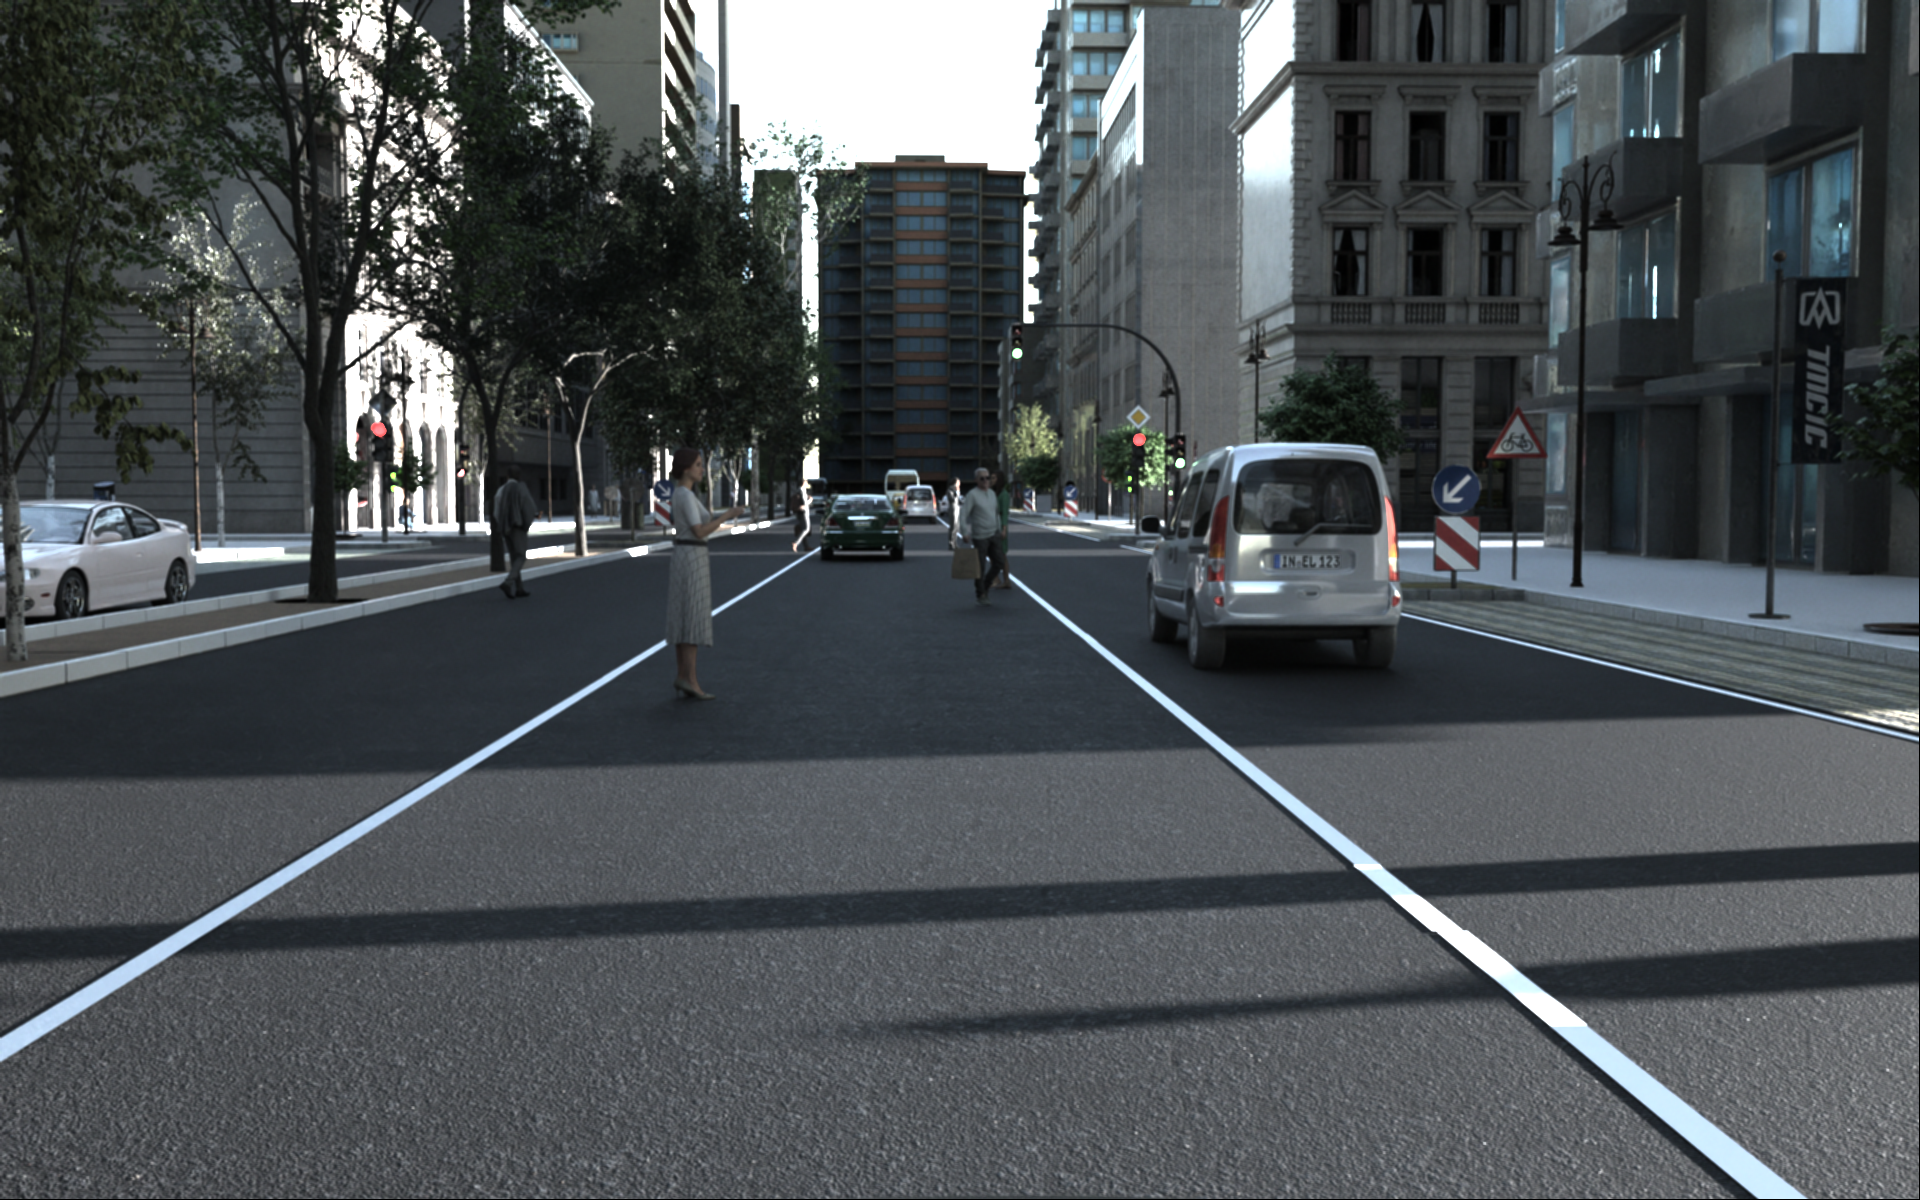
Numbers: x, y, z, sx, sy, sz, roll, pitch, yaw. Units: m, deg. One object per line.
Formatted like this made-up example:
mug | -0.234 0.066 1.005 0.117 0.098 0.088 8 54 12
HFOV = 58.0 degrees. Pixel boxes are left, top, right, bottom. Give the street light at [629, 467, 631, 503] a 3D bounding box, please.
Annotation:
street light | -18.844 -7.716 98.950 0.468 5.910 1.993 0 4 -2

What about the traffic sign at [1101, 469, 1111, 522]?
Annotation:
traffic sign | 6.850 -4.849 79.386 0.768 2.556 0.104 0 4 0

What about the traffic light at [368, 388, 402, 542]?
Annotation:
traffic light | -15.239 -3.481 45.832 0.839 4.253 0.868 0 4 -2

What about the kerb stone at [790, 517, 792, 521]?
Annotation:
kerb stone | -9.186 -4.277 92.131 0.120 0.150 1.000 0 4 -2

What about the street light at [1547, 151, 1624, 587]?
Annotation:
street light | 8.542 -3.120 23.805 0.468 5.910 1.993 0 4 -2

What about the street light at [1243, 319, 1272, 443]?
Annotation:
street light | 7.866 -4.474 45.932 0.468 5.910 1.993 0 4 -2

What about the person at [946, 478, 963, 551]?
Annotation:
person | -0.088 -2.186 44.046 0.447 1.846 0.655 1 4 16

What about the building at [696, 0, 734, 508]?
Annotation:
building | -33.505 -38.004 163.361 21.231 58.520 28.212 0 4 -2

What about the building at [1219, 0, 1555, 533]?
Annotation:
building | 20.051 -14.239 61.688 19.941 23.489 11.050 0 4 -2

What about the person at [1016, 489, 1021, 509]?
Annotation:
person | 5.151 -8.770 150.150 0.721 1.743 1.217 0 4 -6

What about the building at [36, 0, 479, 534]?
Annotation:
building | -27.374 -13.751 66.628 13.314 21.916 24.055 0 4 -2

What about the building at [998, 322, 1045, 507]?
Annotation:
building | 18.724 -21.049 189.190 27.650 21.520 28.899 0 4 -2

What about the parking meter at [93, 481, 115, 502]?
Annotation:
parking meter | -16.440 -1.523 33.304 0.372 1.533 0.369 0 3 0

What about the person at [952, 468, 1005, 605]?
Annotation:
person | 0.214 -0.815 22.316 0.782 1.767 0.515 -3 5 -45

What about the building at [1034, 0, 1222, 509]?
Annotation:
building | 18.342 -32.960 158.505 23.786 49.044 30.456 0 4 -2

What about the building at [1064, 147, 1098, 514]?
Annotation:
building | 14.315 -19.550 116.908 12.463 27.353 25.104 0 4 -2

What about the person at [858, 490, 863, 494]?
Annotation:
person | -8.894 -8.924 154.337 1.348 1.831 0.705 -1 4 -10

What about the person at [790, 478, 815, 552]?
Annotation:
person | -3.951 -2.118 43.090 0.822 1.834 0.622 -3 4 -38

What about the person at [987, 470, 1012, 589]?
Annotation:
person | 0.587 -1.060 26.086 0.529 1.795 0.600 -3 4 -36

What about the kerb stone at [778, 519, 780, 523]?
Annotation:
kerb stone | -8.942 -3.776 83.928 0.120 0.150 1.000 0 4 -2

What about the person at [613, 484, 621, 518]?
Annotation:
person | -18.343 -5.290 92.419 0.514 1.842 0.818 1 4 13

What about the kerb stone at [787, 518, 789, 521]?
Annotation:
kerb stone | -9.132 -4.151 90.085 0.120 0.150 1.000 0 4 -2

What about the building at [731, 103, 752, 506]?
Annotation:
building | -31.071 -33.324 194.956 14.200 45.320 14.600 0 4 -2

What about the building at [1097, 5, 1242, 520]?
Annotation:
building | 14.545 -16.897 94.280 12.078 24.808 19.932 0 4 -2

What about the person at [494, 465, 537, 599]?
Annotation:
person | -6.124 -0.936 23.908 0.679 1.850 0.850 1 4 18

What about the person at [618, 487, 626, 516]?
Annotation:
person | -19.937 -5.818 101.762 0.643 1.750 0.593 -2 4 -32

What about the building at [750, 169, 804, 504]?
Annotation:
building | -27.217 -32.828 220.324 14.086 41.232 14.154 0 4 -2

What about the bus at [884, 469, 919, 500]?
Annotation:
bus | -4.666 -8.784 138.482 2.948 3.499 13.247 0 4 -2

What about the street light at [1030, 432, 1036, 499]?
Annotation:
street light | 5.418 -9.571 129.278 0.468 5.910 1.993 0 4 -2

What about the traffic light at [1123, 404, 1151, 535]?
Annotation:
traffic light | 5.574 -4.008 54.454 0.839 4.253 0.868 0 4 -2

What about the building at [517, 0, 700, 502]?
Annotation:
building | -32.944 -31.493 138.618 21.300 48.544 21.600 0 4 -2

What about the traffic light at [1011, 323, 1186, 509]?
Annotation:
traffic light | 3.724 -4.379 46.269 4.771 5.953 1.251 0 4 -2

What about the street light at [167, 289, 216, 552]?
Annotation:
street light | -17.047 -4.024 38.574 0.468 5.910 1.993 0 4 -2

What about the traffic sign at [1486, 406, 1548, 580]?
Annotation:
traffic sign | 8.264 -1.575 25.754 0.884 2.594 0.081 0 4 8

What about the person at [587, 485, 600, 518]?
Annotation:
person | -19.649 -5.298 93.024 0.694 1.780 0.624 0 4 -4

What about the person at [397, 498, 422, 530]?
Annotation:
person | -19.758 -3.075 61.815 0.738 1.151 1.012 -3 5 -41

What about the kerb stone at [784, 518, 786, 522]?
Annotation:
kerb stone | -9.065 -4.027 88.036 0.120 0.150 1.000 0 4 -2

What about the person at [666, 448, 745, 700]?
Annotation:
person | -1.805 -0.188 12.149 0.524 1.755 0.480 -1 4 -22

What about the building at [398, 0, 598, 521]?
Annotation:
building | -28.183 -18.160 90.425 14.314 27.812 24.014 0 4 -2

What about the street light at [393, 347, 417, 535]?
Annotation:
street light | -17.544 -5.010 54.695 0.468 5.910 1.993 0 4 -2

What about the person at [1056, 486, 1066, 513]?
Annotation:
person | 6.808 -6.734 116.057 0.656 1.842 0.836 -3 5 -40

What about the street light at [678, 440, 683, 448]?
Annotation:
street light | -19.524 -9.070 121.076 0.468 5.910 1.993 0 4 -2

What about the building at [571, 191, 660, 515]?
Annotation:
building | -27.613 -16.712 115.039 13.314 21.916 24.055 0 4 -2

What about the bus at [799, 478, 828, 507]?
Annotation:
bus | -16.167 -12.042 191.752 2.948 3.499 13.247 0 4 -2

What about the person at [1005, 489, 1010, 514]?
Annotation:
person | 3.170 -6.884 121.323 0.850 1.792 0.678 3 4 37

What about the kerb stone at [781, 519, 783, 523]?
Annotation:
kerb stone | -9.001 -3.902 85.985 0.120 0.150 1.000 0 4 -2

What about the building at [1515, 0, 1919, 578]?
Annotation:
building | 24.088 -24.987 28.141 23.786 49.044 30.456 0 4 -2

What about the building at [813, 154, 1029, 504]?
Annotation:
building | -5.905 -34.949 226.040 28.867 44.769 22.147 0 4 -2

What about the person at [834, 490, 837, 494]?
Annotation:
person | -8.146 -6.350 113.330 0.522 1.701 0.512 0 4 5

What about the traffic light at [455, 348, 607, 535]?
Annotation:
traffic light | -13.389 -4.847 53.910 4.771 5.953 1.251 0 4 -2

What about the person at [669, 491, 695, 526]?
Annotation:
person | -5.651 -1.636 35.592 0.601 1.785 0.444 2 4 24

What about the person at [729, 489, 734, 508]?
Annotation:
person | -21.008 -9.382 160.377 0.756 1.711 0.436 -3 5 -41

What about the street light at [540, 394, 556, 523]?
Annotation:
street light | -18.232 -6.363 76.821 0.468 5.910 1.993 0 4 -2
